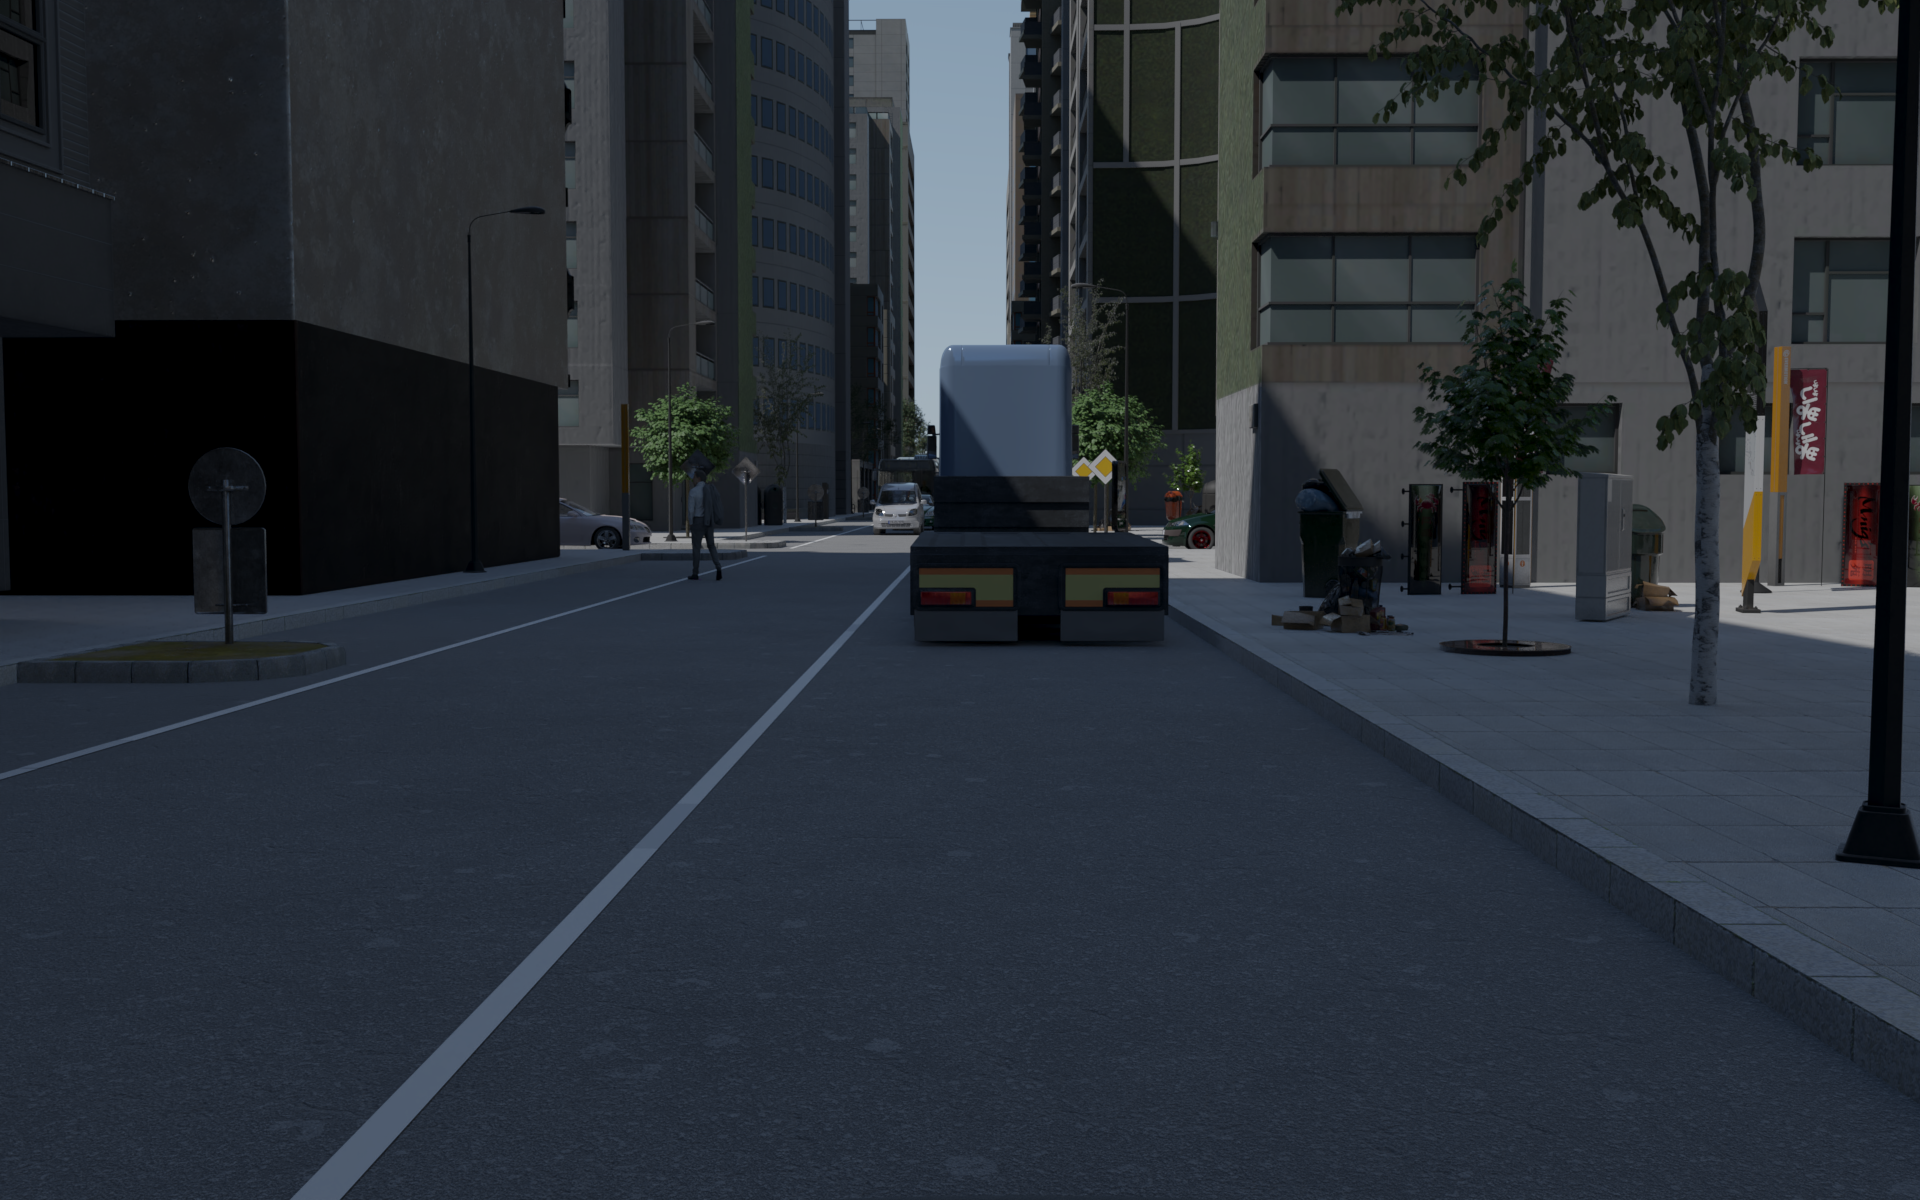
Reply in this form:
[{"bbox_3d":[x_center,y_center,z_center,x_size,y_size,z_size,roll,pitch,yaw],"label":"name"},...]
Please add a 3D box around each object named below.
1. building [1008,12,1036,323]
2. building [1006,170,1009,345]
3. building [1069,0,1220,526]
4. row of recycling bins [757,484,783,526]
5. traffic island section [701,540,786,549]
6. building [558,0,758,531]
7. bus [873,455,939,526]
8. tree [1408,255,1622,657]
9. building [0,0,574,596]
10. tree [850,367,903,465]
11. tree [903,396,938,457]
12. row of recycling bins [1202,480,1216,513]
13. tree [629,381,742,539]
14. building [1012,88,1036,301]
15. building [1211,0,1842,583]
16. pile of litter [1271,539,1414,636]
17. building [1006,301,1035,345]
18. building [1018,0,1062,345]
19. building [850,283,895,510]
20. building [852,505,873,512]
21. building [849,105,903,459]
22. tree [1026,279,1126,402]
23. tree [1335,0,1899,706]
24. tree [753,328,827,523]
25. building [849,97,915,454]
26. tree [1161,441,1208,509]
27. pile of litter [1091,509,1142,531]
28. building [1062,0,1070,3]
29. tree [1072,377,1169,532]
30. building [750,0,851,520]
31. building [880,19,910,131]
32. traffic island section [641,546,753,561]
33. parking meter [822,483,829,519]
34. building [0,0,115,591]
[{"bbox_3d":[16.641,-41.425,219.297,21.231,58.520,28.212,0,4,1],"label":"building"},{"bbox_3d":[17.317,-37.992,244.877,21.300,48.544,21.600,0,4,1],"label":"building"},{"bbox_3d":[13.208,-38.827,73.080,20.563,71.187,20.611,0,4,1],"label":"building"},{"bbox_3d":[-8.998,-3.909,71.029,3.534,1.692,1.069,0,4,5],"label":"row of recycling bins"},{"bbox_3d":[-5.793,-1.497,46.761,2.009,0.180,2.903,0,4,1],"label":"traffic island section"},{"bbox_3d":[-15.220,-23.114,61.514,14.154,41.232,14.086,0,4,1],"label":"building"},{"bbox_3d":[-2.225,-5.306,81.618,2.948,3.499,13.247,0,4,1],"label":"bus"},{"bbox_3d":[4.588,-1.193,14.103,1.663,3.219,1.824,0,3,0],"label":"tree"},{"bbox_3d":[-16.563,-9.922,29.679,16.811,18.784,16.820,0,4,1],"label":"building"},{"bbox_3d":[-8.067,-11.212,117.721,8.767,10.594,7.601,0,4,-6],"label":"tree"},{"bbox_3d":[-6.747,-17.204,198.291,9.611,12.733,9.660,0,3,0],"label":"tree"},{"bbox_3d":[8.525,-2.741,51.933,1.069,1.692,3.534,3,5,43],"label":"row of recycling bins"},{"bbox_3d":[-8.041,-4.086,50.512,4.285,4.588,4.351,0,3,0],"label":"tree"},{"bbox_3d":[12.791,-33.025,190.067,14.600,45.320,14.200,0,4,1],"label":"building"},{"bbox_3d":[11.432,-15.853,30.905,14.160,30.474,14.107,0,4,1],"label":"building"},{"bbox_3d":[3.614,-0.151,16.429,1.176,0.858,1.719,0,4,-6],"label":"pile of litter"},{"bbox_3d":[18.585,-19.828,169.219,27.650,21.520,28.899,0,4,1],"label":"building"},{"bbox_3d":[15.887,-29.629,139.058,22.147,44.769,28.867,0,4,1],"label":"building"},{"bbox_3d":[-20.408,-19.088,157.120,27.650,21.520,28.899,0,4,1],"label":"building"},{"bbox_3d":[-17.179,-42.361,130.858,20.563,71.187,20.611,0,4,1],"label":"building"},{"bbox_3d":[-13.176,-30.232,177.891,14.154,41.232,14.086,0,4,1],"label":"building"},{"bbox_3d":[3.888,-6.674,59.480,4.360,8.622,3.978,0,3,0],"label":"tree"},{"bbox_3d":[4.301,-3.667,10.313,4.737,8.622,4.395,0,3,0],"label":"tree"},{"bbox_3d":[-7.921,-7.672,75.802,4.360,8.622,3.978,0,3,0],"label":"tree"},{"bbox_3d":[-16.676,-36.201,215.586,21.300,48.544,21.600,0,4,1],"label":"building"},{"bbox_3d":[8.156,-4.041,60.672,1.663,3.219,1.824,0,3,0],"label":"tree"},{"bbox_3d":[5.446,-2.823,60.122,1.719,0.858,1.176,1,4,15],"label":"pile of litter"},{"bbox_3d":[16.700,-34.482,105.781,21.231,58.520,28.212,0,4,1],"label":"building"},{"bbox_3d":[4.160,-4.216,52.639,4.285,4.588,4.351,0,3,0],"label":"tree"},{"bbox_3d":[-17.680,-33.887,96.056,21.231,58.520,28.212,0,4,1],"label":"building"},{"bbox_3d":[-15.855,-50.664,266.608,20.563,71.187,20.611,0,4,1],"label":"building"},{"bbox_3d":[-5.882,-1.009,38.776,2.009,0.180,2.903,0,4,1],"label":"traffic island section"},{"bbox_3d":[-6.834,-5.033,87.997,0.255,1.863,0.399,1,4,14],"label":"parking meter"},{"bbox_3d":[-15.358,-12.944,5.148,14.314,27.812,24.014,0,4,1],"label":"building"}]
